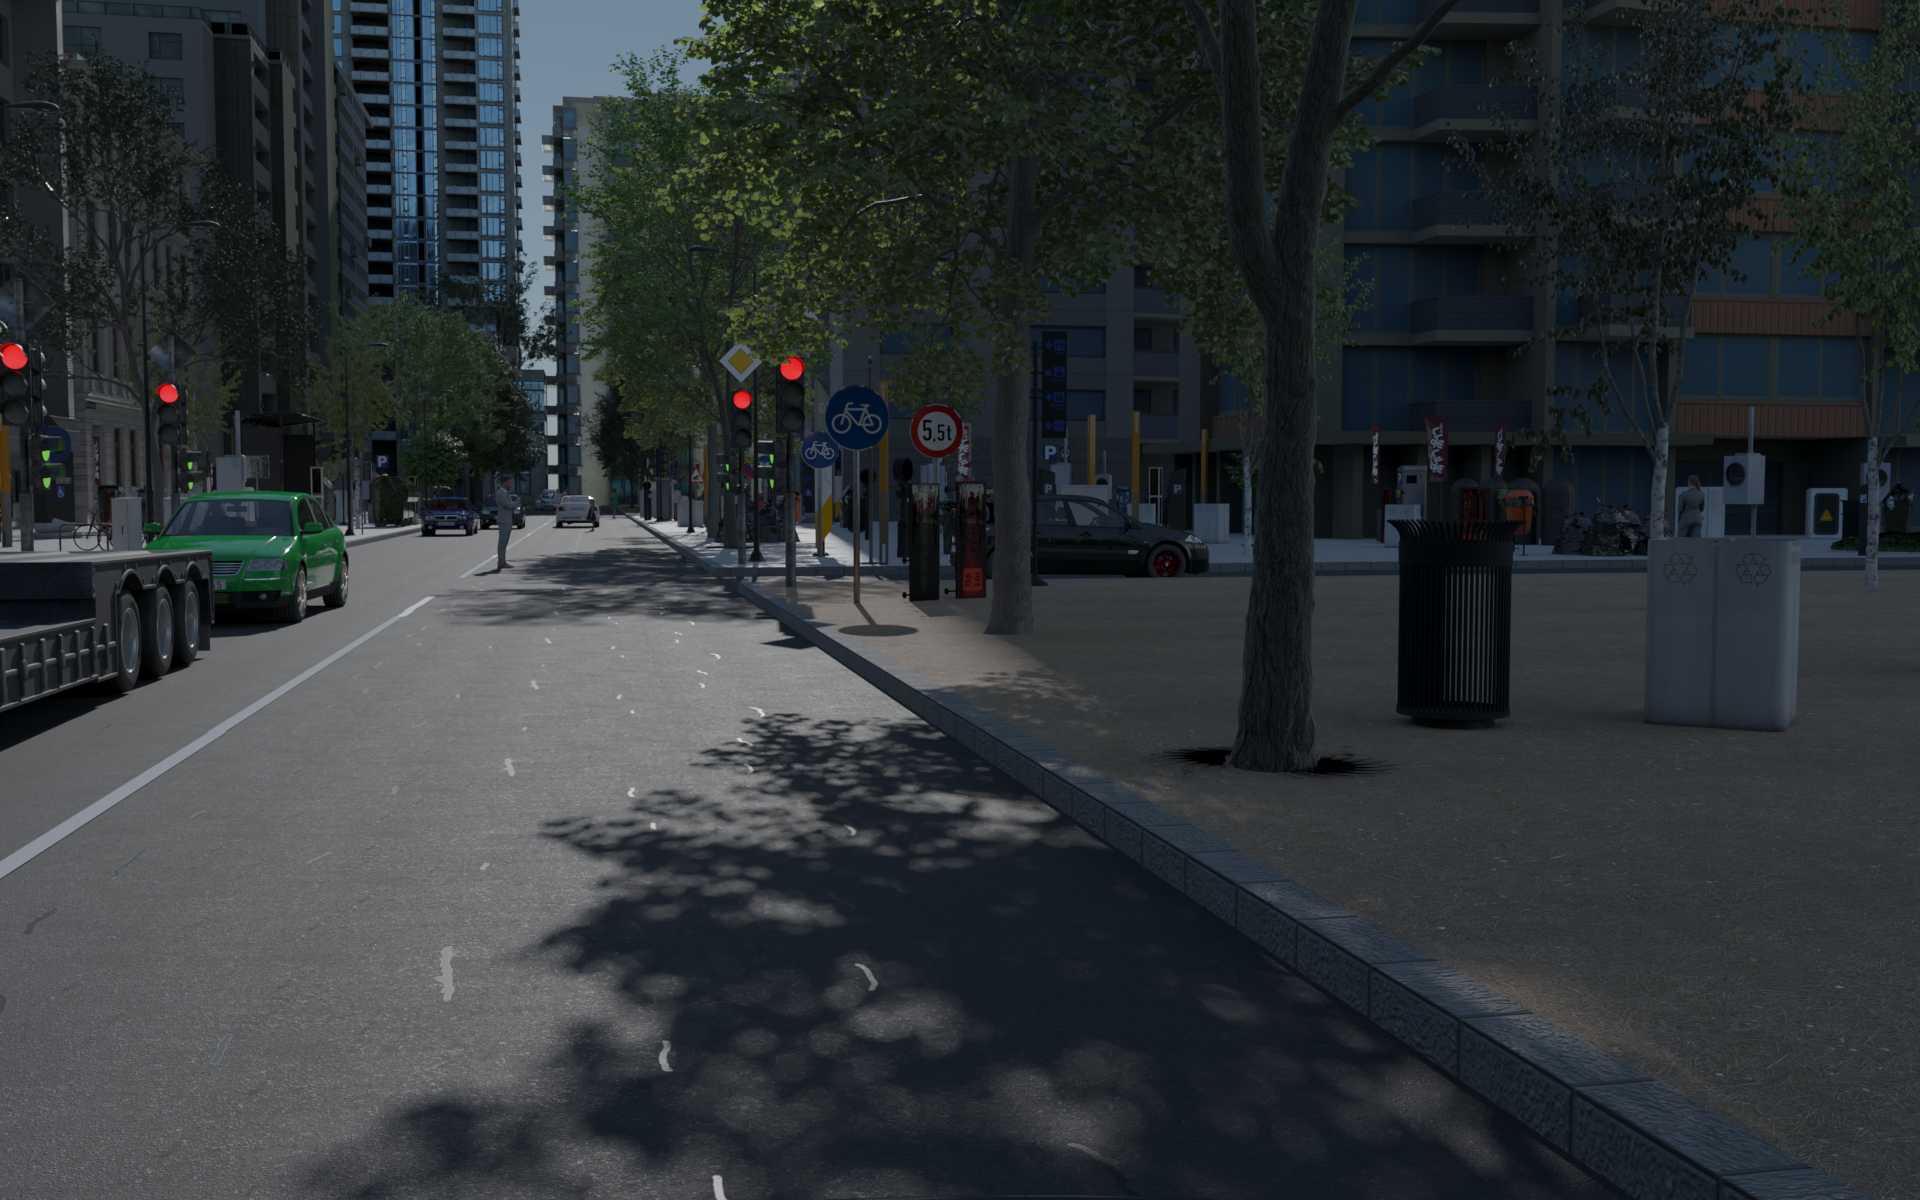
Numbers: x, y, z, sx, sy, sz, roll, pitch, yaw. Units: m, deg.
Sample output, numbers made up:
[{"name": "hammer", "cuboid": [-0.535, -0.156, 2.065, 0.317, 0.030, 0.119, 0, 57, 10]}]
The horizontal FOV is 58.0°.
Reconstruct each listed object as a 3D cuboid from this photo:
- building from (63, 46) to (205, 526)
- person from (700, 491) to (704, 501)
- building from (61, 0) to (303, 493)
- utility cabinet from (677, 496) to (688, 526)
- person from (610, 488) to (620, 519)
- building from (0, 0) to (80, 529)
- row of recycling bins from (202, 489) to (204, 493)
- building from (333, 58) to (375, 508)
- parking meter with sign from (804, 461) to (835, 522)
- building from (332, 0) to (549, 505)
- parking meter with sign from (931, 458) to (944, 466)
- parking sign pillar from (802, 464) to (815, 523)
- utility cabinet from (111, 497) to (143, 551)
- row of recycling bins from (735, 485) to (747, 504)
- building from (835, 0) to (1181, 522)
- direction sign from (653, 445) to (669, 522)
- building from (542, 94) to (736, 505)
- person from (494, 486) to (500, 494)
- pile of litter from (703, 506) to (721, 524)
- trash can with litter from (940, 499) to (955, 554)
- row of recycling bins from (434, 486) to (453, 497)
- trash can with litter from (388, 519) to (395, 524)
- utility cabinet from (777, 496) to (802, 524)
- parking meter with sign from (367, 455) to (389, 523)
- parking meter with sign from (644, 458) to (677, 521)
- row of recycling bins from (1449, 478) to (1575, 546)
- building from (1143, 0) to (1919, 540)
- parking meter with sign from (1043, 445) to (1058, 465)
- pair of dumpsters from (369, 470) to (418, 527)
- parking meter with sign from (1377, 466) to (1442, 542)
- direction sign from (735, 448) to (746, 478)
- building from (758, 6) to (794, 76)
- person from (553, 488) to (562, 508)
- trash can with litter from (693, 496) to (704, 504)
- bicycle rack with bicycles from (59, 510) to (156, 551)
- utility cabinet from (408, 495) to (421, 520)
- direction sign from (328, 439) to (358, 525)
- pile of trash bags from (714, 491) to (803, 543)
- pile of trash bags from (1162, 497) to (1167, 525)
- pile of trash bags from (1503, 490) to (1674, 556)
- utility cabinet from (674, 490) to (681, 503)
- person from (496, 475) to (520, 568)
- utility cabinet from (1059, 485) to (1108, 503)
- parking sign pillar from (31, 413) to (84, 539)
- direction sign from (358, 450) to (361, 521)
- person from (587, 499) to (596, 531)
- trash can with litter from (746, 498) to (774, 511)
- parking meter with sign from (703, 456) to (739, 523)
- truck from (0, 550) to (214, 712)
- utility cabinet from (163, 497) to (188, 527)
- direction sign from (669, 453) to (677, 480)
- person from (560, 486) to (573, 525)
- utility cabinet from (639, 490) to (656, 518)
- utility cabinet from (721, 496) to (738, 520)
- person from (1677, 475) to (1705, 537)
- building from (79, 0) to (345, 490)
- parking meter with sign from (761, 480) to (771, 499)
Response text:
[{"name": "building", "cuboid": [-41.595, -14.716, 76.760, 11.583, 22.565, 21.152, -1, 4, -12]}, {"name": "person", "cuboid": [-27.796, -10.923, 187.228, 0.705, 1.807, 1.348, -3, 4, -38]}, {"name": "building", "cuboid": [-48.981, -20.447, 106.012, 14.160, 30.474, 14.107, -1, 4, -12]}, {"name": "utility cabinet", "cuboid": [-11.270, -3.627, 70.455, 0.306, 1.237, 1.020, -1, 4, -19]}, {"name": "person", "cuboid": [-20.069, -5.610, 100.477, 0.600, 1.795, 0.529, 0, 4, 3]}, {"name": "building", "cuboid": [-37.734, -14.150, 50.411, 14.314, 24.678, 30.058, -1, 4, -12]}, {"name": "row of recycling bins", "cuboid": [-43.182, -5.350, 94.587, 3.534, 1.692, 1.069, -1, 4, -21]}, {"name": "building", "cuboid": [-62.992, -27.810, 146.569, 23.993, 40.220, 32.217, -1, 4, -12]}, {"name": "parking meter with sign", "cuboid": [-6.505, -5.174, 80.858, 1.738, 3.016, 0.543, 3, 5, 44]}, {"name": "building", "cuboid": [-64.646, -54.402, 202.140, 31.000, 86.520, 22.319, -1, 4, -12]}, {"name": "parking meter with sign", "cuboid": [-1.052, -4.917, 76.661, 0.543, 3.016, 1.738, 0, 4, 4]}, {"name": "parking sign pillar", "cuboid": [-6.329, -5.370, 76.278, 1.447, 3.967, 1.447, 2, 4, 27]}, {"name": "utility cabinet", "cuboid": [-16.949, -1.472, 35.223, 0.306, 1.237, 1.020, -3, 5, -42]}, {"name": "row of recycling bins", "cuboid": [-10.413, -4.526, 81.110, 1.069, 1.692, 3.534, -1, 4, -11]}, {"name": "building", "cuboid": [1.963, -33.781, 94.323, 21.231, 58.520, 28.212, -1, 4, -12]}, {"name": "direction sign", "cuboid": [-13.924, -5.370, 79.791, 0.379, 3.537, 0.876, -3, 4, -38]}, {"name": "building", "cuboid": [-34.685, -36.116, 210.110, 30.456, 49.044, 23.786, -1, 4, -12]}, {"name": "person", "cuboid": [-22.167, -4.549, 83.053, 0.511, 1.800, 0.466, 0, 4, -6]}, {"name": "pile of litter", "cuboid": [-10.115, -3.635, 73.400, 1.719, 0.858, 1.176, 3, 4, 38]}, {"name": "trash can with litter", "cuboid": [0.017, -1.567, 37.015, 1.055, 1.170, 0.624, -3, 5, -39]}, {"name": "row of recycling bins", "cuboid": [-28.358, -5.353, 94.632, 1.069, 1.692, 3.534, -2, 4, -26]}, {"name": "trash can with litter", "cuboid": [-23.883, -3.784, 73.262, 1.055, 1.170, 0.624, 2, 4, 31]}, {"name": "utility cabinet", "cuboid": [-7.213, -3.792, 73.166, 1.020, 1.237, 0.306, -1, 4, -17]}, {"name": "parking meter with sign", "cuboid": [-25.939, -4.946, 77.133, 0.543, 3.016, 1.738, 0, 4, -2]}, {"name": "parking meter with sign", "cuboid": [-14.272, -5.335, 83.488, 1.738, 3.016, 0.543, 0, 4, 7]}, {"name": "row of recycling bins", "cuboid": [14.072, -2.276, 44.322, 1.069, 1.692, 3.534, -3, 5, -39]}, {"name": "building", "cuboid": [21.307, -24.748, 59.259, 28.867, 44.769, 22.147, -1, 4, -12]}, {"name": "parking meter with sign", "cuboid": [3.184, -3.934, 60.576, 0.543, 3.016, 1.738, 0, 4, 1]}, {"name": "pair of dumpsters", "cuboid": [-22.494, -4.053, 68.765, 1.574, 2.255, 4.437, -1, 4, -12]}, {"name": "parking meter with sign", "cuboid": [12.175, -3.089, 46.768, 1.738, 3.016, 0.543, 0, 4, -4]}, {"name": "direction sign", "cuboid": [-10.882, -5.742, 85.876, 0.379, 3.537, 0.876, -3, 5, -43]}, {"name": "building", "cuboid": [-6.949, -32.942, 158.206, 23.786, 49.044, 30.456, -1, 4, -12]}, {"name": "person", "cuboid": [-21.485, -5.146, 93.312, 0.731, 1.740, 0.598, -2, 4, -35]}, {"name": "trash can with litter", "cuboid": [-13.296, -4.577, 86.220, 1.055, 1.170, 0.624, -3, 4, -38]}, {"name": "bicycle rack with bicycles", "cuboid": [-18.772, -1.578, 39.187, 2.852, 0.926, 2.925, 2, 4, 32]}, {"name": "utility cabinet", "cuboid": [-31.142, -5.336, 98.406, 1.020, 1.237, 0.306, 1, 4, 16]}, {"name": "direction sign", "cuboid": [-25.566, -4.878, 71.759, 0.876, 3.537, 0.379, -2, 4, -30]}, {"name": "pile of trash bags", "cuboid": [-5.189, -2.279, 47.011, 1.912, 1.369, 3.447, 1, 4, 20]}, {"name": "pile of trash bags", "cuboid": [9.718, -3.842, 72.570, 3.447, 1.369, 1.912, 2, 4, 28]}, {"name": "pile of trash bags", "cuboid": [13.087, -1.626, 36.334, 3.447, 1.369, 1.912, 0, 4, -6]}, {"name": "utility cabinet", "cuboid": [-16.428, -5.627, 100.681, 0.318, 1.500, 1.173, -1, 4, -16]}, {"name": "person", "cuboid": [-8.728, -1.516, 33.473, 0.466, 1.800, 0.511, -1, 4, -15]}, {"name": "utility cabinet", "cuboid": [3.025, -2.065, 42.436, 1.173, 1.500, 0.318, 0, 4, -5]}, {"name": "parking sign pillar", "cuboid": [-26.124, -3.758, 49.909, 1.447, 3.967, 1.447, 0, 4, 6]}, {"name": "direction sign", "cuboid": [-28.289, -5.454, 81.172, 0.379, 3.537, 0.876, -2, 4, -34]}, {"name": "person", "cuboid": [-14.169, -3.266, 66.565, 0.373, 1.253, 0.362, -1, 4, -14]}, {"name": "trash can with litter", "cuboid": [-6.080, -2.518, 52.558, 1.055, 1.170, 0.624, 1, 4, 13]}, {"name": "parking meter with sign", "cuboid": [-10.717, -5.042, 78.695, 1.738, 3.016, 0.543, -2, 4, -26]}, {"name": "truck", "cuboid": [-5.663, -0.977, 5.733, 2.967, 4.110, 18.799, -1, 4, -13]}, {"name": "utility cabinet", "cuboid": [-15.437, -1.447, 34.824, 1.020, 1.237, 0.306, 0, 4, -2]}, {"name": "direction sign", "cuboid": [-15.936, -6.301, 95.017, 0.876, 3.537, 0.379, 0, 4, 7]}, {"name": "person", "cuboid": [-18.459, -4.415, 80.963, 0.850, 1.792, 0.678, 0, 4, 8]}, {"name": "utility cabinet", "cuboid": [-16.617, -5.157, 93.002, 1.173, 1.500, 0.318, 1, 4, 22]}, {"name": "utility cabinet", "cuboid": [-8.666, -3.295, 65.028, 0.306, 1.237, 1.020, 1, 4, 13]}, {"name": "person", "cuboid": [13.799, -1.475, 32.888, 0.520, 1.790, 0.573, -1, 4, -14]}, {"name": "building", "cuboid": [-51.238, -26.666, 119.589, 14.154, 41.232, 14.086, -1, 4, -12]}, {"name": "parking meter with sign", "cuboid": [-10.415, -5.922, 93.081, 0.543, 3.016, 1.738, -1, 4, -14]}]
